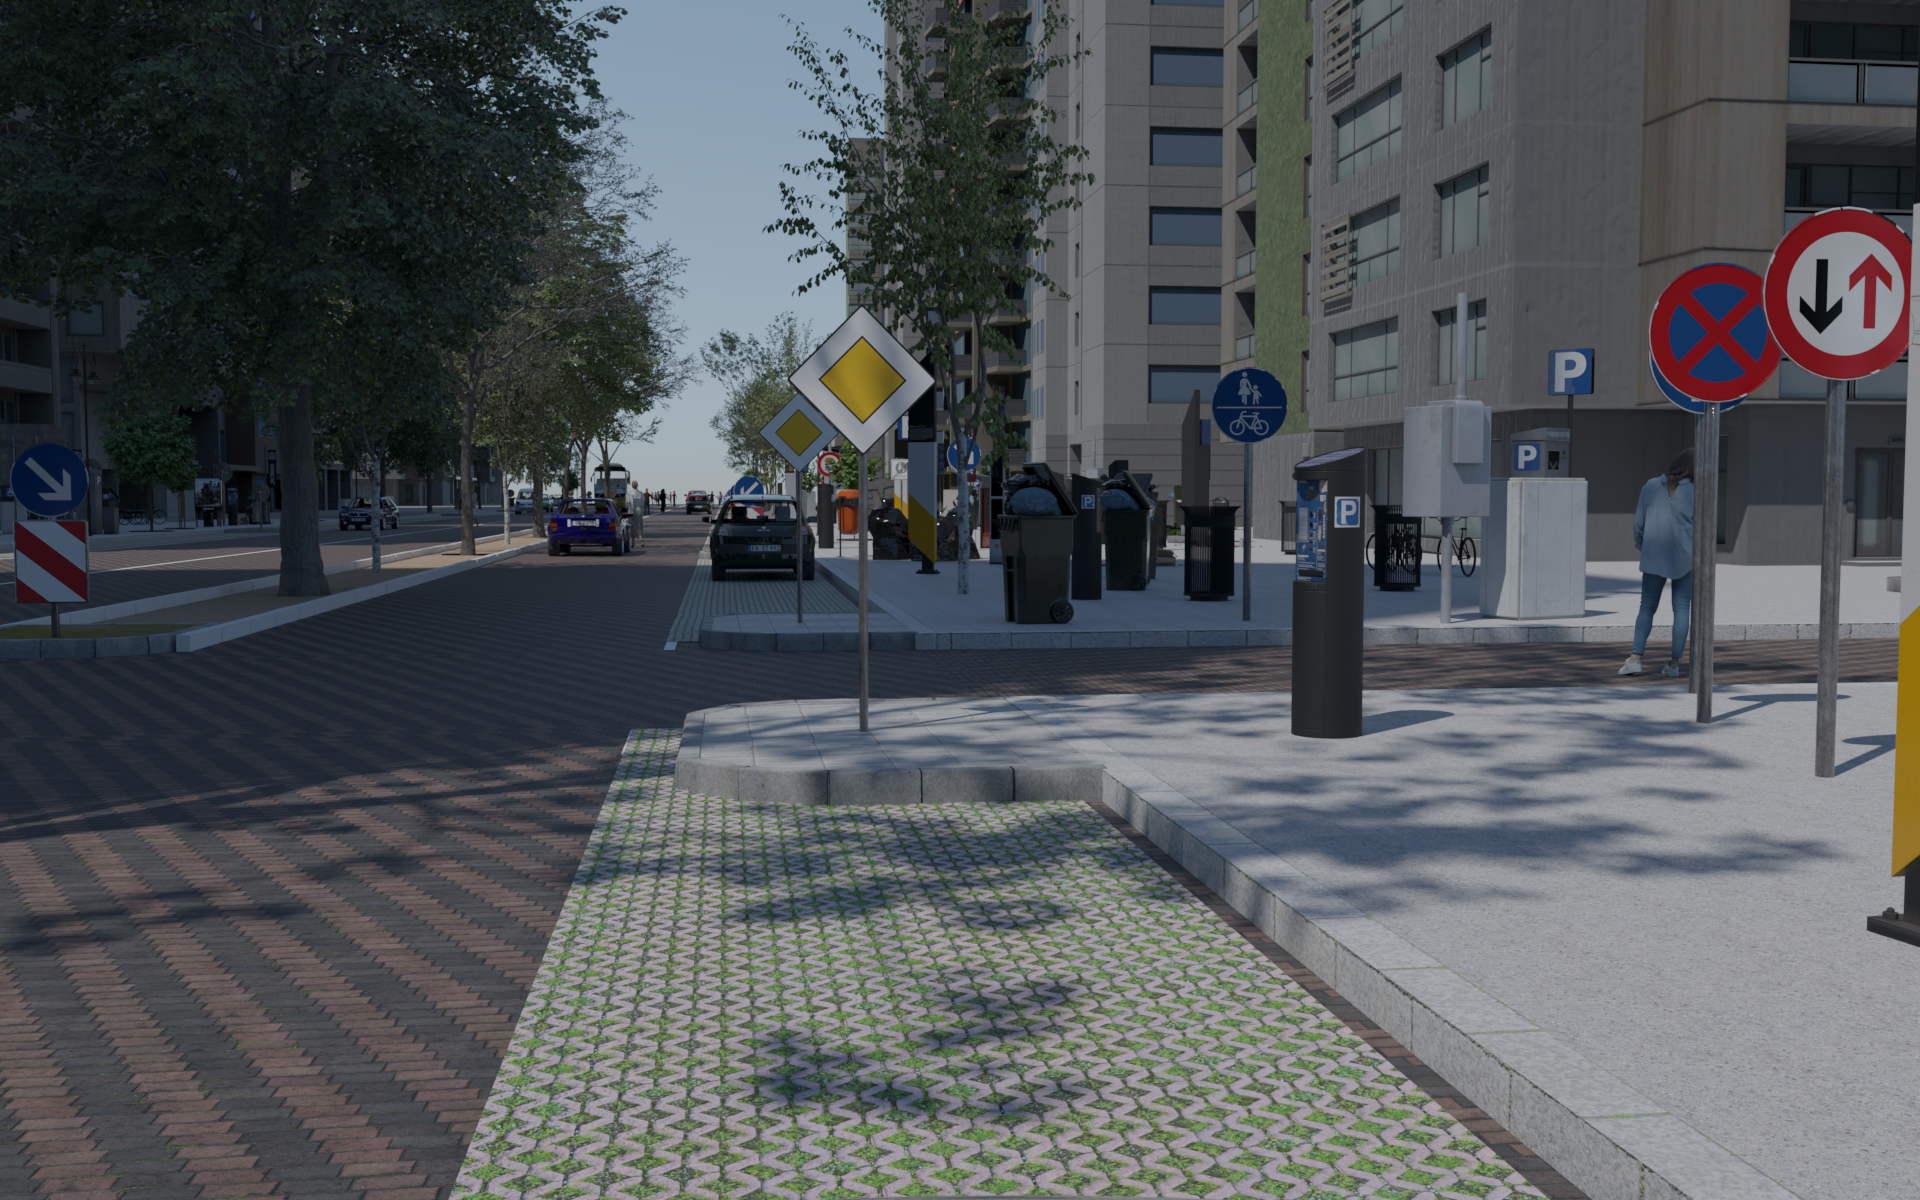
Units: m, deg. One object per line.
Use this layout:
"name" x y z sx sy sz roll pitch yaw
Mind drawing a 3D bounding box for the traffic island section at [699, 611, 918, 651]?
"traffic island section" -1.576 0.306 17.285 2.009 0.180 2.903 0 4 -8

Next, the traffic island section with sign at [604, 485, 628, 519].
"traffic island section with sign" -18.304 -5.038 90.505 2.006 1.907 1.989 0 4 -8

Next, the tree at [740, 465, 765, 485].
"tree" -22.820 -12.641 190.389 4.285 4.588 4.351 0 3 0

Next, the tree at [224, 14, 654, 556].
"tree" -11.477 -7.776 39.963 12.009 13.543 11.850 0 3 0

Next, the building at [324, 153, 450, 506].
"building" -63.621 -30.769 186.660 14.154 41.232 14.086 0 4 -8

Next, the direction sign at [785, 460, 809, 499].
"direction sign" -6.078 -4.433 64.471 0.876 3.537 0.379 0 4 -1

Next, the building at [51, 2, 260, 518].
"building" -58.039 -31.163 98.754 28.713 52.752 27.495 0 4 -8

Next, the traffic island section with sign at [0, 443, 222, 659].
"traffic island section with sign" -8.176 -0.484 16.049 2.006 1.907 1.989 0 4 -8

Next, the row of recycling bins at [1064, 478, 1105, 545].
"row of recycling bins" 2.558 -2.336 45.313 1.069 1.692 3.534 -3 4 -38

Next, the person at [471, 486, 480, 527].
"person" -21.134 -4.064 75.299 0.624 1.780 0.694 -2 4 -35

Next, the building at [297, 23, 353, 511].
"building" -60.116 -42.703 136.441 20.563 71.187 20.611 0 4 -8

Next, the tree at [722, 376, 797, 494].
"tree" -17.056 -13.988 154.454 9.928 11.665 9.643 0 3 0

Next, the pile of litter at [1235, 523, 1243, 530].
"pile of litter" 9.391 -2.927 61.824 1.719 0.858 1.176 1 4 16

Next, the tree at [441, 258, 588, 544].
"tree" -12.740 -5.849 48.447 4.360 8.622 3.978 0 3 0

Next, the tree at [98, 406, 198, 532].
"tree" -27.582 -4.608 59.055 4.285 4.588 4.351 0 3 0

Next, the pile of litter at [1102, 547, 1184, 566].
"pile of litter" 3.367 -1.037 30.918 1.719 0.858 1.176 0 4 2

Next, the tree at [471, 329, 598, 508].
"tree" -41.811 -18.542 159.057 12.611 20.169 13.585 0 3 0

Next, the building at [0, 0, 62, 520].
"building" -51.903 -27.259 69.380 21.300 48.544 21.600 0 4 -8

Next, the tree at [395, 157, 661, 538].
"tree" -13.553 -8.261 55.646 7.486 12.596 7.792 0 3 0

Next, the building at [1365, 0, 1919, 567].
"building" 16.217 -21.509 35.261 14.086 41.232 14.154 0 4 -8

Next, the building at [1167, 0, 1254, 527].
"building" 13.996 -32.902 79.950 21.231 58.520 28.212 0 4 -8

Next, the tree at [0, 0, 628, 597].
"tree" -9.198 -7.016 23.830 9.857 13.997 8.962 0 3 0

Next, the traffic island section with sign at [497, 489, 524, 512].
"traffic island section with sign" -36.325 -8.036 140.017 1.989 1.847 2.006 0 4 -8

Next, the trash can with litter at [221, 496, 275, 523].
"trash can with litter" -32.034 -4.072 77.642 2.233 1.210 1.678 1 4 18

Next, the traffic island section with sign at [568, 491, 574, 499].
"traffic island section with sign" -43.883 -11.437 195.626 1.989 1.847 2.006 0 4 -8

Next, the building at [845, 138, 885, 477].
"building" -6.416 -31.735 202.465 14.154 41.232 14.086 0 4 -8

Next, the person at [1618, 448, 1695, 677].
"person" 5.555 -0.297 13.623 0.793 1.790 0.793 0 4 -4

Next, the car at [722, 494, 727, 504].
"car" -30.966 -13.619 232.266 1.945 1.707 3.694 -1 4 -9

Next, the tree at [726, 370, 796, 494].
"tree" -11.388 -9.593 107.207 4.360 8.622 3.978 0 3 0

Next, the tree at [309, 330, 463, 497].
"tree" -33.048 -11.137 99.094 9.611 12.733 9.660 0 3 0

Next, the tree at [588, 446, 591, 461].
"tree" -50.700 -16.986 228.088 4.360 8.622 3.978 0 3 0

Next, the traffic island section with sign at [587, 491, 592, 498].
"traffic island section with sign" -47.512 -13.071 222.337 1.989 1.847 2.006 0 4 -8

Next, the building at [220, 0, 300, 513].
"building" -54.763 -28.765 120.423 14.600 45.320 14.200 0 4 -8

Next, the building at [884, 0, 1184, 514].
"building" 4.253 -36.800 143.683 21.231 58.520 28.212 0 4 -8

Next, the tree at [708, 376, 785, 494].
"tree" -15.258 -12.344 136.233 8.767 10.594 7.601 -3 4 -36

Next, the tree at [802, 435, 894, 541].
"tree" -3.030 -3.245 47.663 1.663 3.219 1.824 0 3 0

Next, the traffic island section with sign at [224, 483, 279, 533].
"traffic island section with sign" -26.038 -3.405 64.295 1.989 1.847 2.006 0 4 -8

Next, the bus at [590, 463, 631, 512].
"bus" -27.894 -9.023 139.077 2.896 3.916 12.252 -1 4 -9

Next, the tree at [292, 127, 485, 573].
"tree" -10.609 -4.797 31.252 4.737 8.622 4.395 0 3 0

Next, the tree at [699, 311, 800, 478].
"tree" -19.591 -19.700 177.991 12.611 20.169 13.585 0 3 0

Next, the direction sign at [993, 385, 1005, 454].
"direction sign" 0.811 -2.714 36.376 0.379 3.537 0.876 1 4 16

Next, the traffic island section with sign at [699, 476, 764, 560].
"traffic island section with sign" -4.789 -1.821 38.405 1.989 1.847 2.006 0 4 -8

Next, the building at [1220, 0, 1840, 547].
"building" 15.159 -22.488 51.274 14.154 41.232 14.086 0 4 -8

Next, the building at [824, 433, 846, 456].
"building" -4.405 -24.115 239.314 27.650 21.520 28.899 0 4 -8

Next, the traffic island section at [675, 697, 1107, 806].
"traffic island section" -0.500 0.790 9.372 2.009 0.180 2.903 0 4 -8

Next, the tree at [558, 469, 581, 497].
"tree" -48.691 -14.184 215.625 4.285 4.588 4.351 0 3 0

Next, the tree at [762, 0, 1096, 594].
"tree" -0.123 -4.373 21.853 4.737 8.622 4.395 0 3 0

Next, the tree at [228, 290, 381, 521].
"tree" -30.811 -9.529 81.562 9.928 11.665 9.643 0 3 0

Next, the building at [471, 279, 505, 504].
"building" -68.714 -33.473 230.871 14.154 41.232 14.086 0 4 -8

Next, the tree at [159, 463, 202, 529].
"tree" -28.387 -4.190 63.115 1.663 3.219 1.824 0 3 0

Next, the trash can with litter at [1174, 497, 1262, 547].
"trash can with litter" 6.172 -1.907 42.237 1.678 1.210 2.233 -2 4 -34

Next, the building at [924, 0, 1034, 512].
"building" 9.237 -28.219 116.012 22.147 44.769 28.867 0 4 -8

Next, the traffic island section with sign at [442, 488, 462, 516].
"traffic island section with sign" -32.633 -6.377 112.889 1.989 1.847 2.006 0 4 -8

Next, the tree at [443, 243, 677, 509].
"tree" -14.653 -7.759 63.725 8.767 10.594 7.601 0 4 -8

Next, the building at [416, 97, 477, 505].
"building" -71.759 -35.972 207.753 23.786 49.044 30.456 0 4 -8

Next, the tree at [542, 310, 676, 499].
"tree" -17.575 -9.632 85.693 9.928 11.665 9.643 0 3 0

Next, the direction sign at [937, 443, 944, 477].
"direction sign" -1.058 -5.206 77.113 0.876 3.537 0.379 -3 5 -40

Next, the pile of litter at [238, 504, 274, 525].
"pile of litter" -29.803 -3.601 72.834 1.719 0.858 1.176 -1 4 -13
